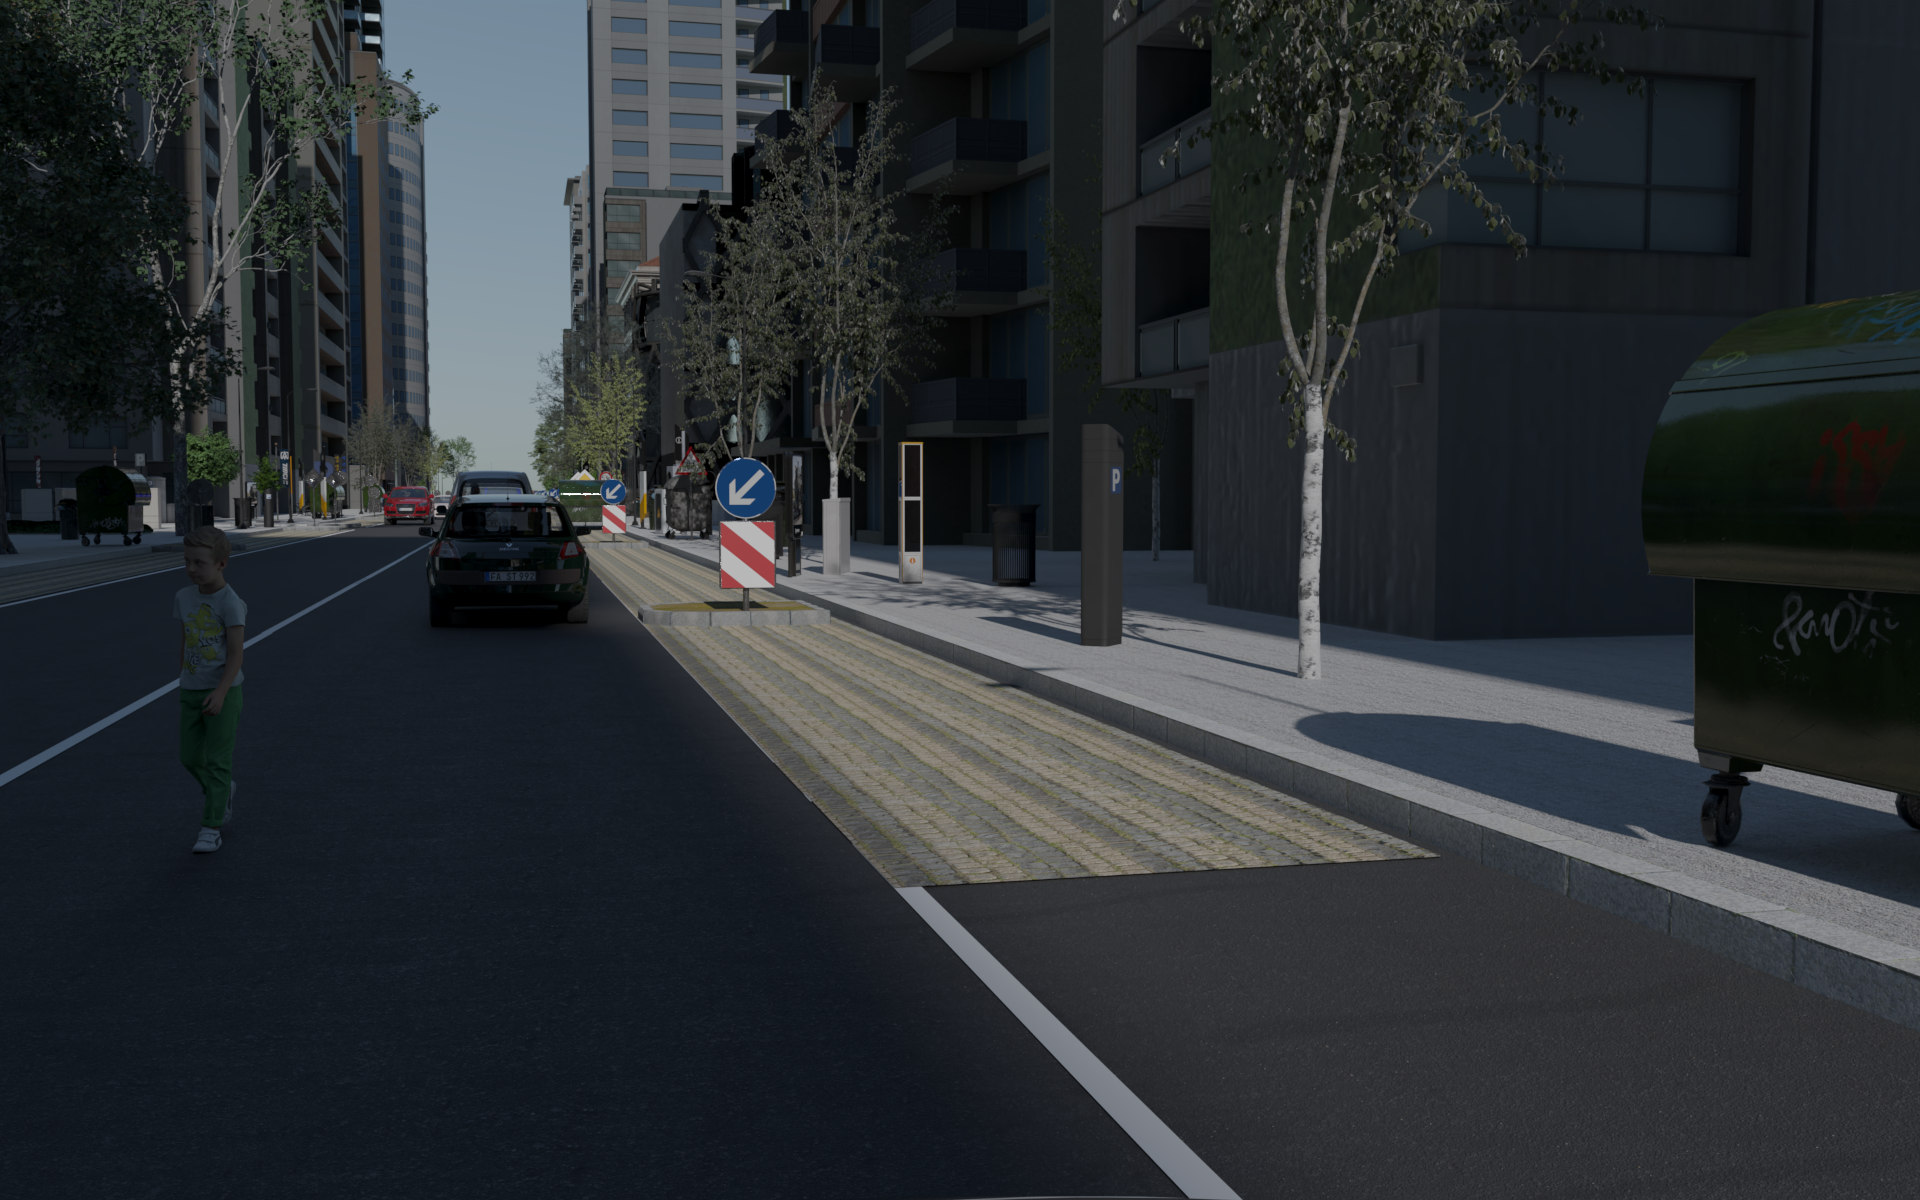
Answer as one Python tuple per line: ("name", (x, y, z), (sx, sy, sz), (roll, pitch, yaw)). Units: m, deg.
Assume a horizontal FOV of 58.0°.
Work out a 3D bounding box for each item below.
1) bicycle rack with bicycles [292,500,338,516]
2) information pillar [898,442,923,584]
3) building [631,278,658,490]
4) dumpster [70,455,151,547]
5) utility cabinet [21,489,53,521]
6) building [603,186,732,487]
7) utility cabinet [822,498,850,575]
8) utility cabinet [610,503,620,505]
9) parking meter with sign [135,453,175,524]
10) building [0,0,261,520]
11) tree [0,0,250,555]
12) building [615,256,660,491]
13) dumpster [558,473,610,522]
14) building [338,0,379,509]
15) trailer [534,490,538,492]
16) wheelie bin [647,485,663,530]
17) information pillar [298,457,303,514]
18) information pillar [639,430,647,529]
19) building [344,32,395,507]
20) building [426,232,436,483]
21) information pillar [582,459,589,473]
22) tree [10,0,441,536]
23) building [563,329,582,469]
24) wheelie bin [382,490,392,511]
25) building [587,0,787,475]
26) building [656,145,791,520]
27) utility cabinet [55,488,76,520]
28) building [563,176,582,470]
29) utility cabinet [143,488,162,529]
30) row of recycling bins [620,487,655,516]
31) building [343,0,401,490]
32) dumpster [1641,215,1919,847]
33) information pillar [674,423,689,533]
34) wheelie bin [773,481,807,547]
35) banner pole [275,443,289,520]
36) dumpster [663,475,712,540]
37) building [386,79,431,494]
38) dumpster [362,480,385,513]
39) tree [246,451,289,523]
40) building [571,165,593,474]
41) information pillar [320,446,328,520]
("bicycle rack with bicycles", (-37.429, -5.343, 100.734), (2.925, 0.926, 2.852), (-2, 4, -26))
("information pillar", (-0.704, -1.237, 24.722), (0.304, 2.012, 0.304), (-1, 4, -12))
("building", (-15.072, -15.722, 124.501), (16.820, 18.784, 16.811), (-1, 4, -14))
("dumpster", (-21.157, -2.488, 43.171), (1.502, 2.255, 1.985), (-1, 4, -14))
("utility cabinet", (-40.076, -4.068, 75.187), (0.318, 1.500, 1.173), (2, 4, 34))
("building", (-27.184, -24.171, 166.890), (14.160, 30.474, 14.107), (-1, 4, -14))
("utility cabinet", (-2.002, -1.030, 28.009), (0.306, 1.237, 1.020), (0, 4, 5))
("utility cabinet", (-19.241, -5.142, 95.237), (1.020, 1.237, 0.306), (-3, 4, -36))
("parking meter with sign", (-34.864, -4.828, 75.194), (0.543, 3.016, 1.738), (1, 4, 21))
("building", (-44.081, -24.665, 86.872), (14.154, 41.232, 14.086), (-1, 4, -14))
("tree", (-20.638, -7.323, 36.732), (9.611, 12.733, 9.660), (0, 3, 0))
("building", (-21.816, -18.720, 142.222), (11.583, 22.565, 21.152), (-1, 4, -14))
("dumpster", (-14.672, -3.835, 67.652), (1.985, 2.255, 1.502), (-1, 4, -13))
("building", (-63.129, -43.713, 152.961), (20.563, 71.187, 20.611), (-1, 4, -14))
("trailer", (-67.952, -16.499, 276.814), (1.471, 1.999, 3.904), (-1, 4, -12))
("wheelie bin", (-10.740, -3.287, 61.645), (0.693, 1.594, 0.980), (-2, 4, -32))
("information pillar", (-41.530, -7.203, 109.119), (0.183, 3.616, 0.504), (-3, 5, -39))
("information pillar", (-11.615, -4.407, 63.413), (0.183, 3.616, 0.504), (-2, 4, -29))
("building", (-64.073, -31.885, 171.437), (14.600, 45.320, 14.200), (-1, 4, -14))
("building", (-94.536, -39.755, 269.603), (23.786, 49.044, 30.456), (-1, 4, -14))
("information pillar", (-25.063, -7.631, 116.113), (0.504, 3.616, 0.183), (1, 4, 20))
("tree", (-22.527, -11.960, 51.435), (12.611, 20.169, 13.585), (0, 3, 0))
("building", (-61.820, -32.400, 301.437), (14.160, 30.474, 14.107), (-1, 4, -14))
("wheelie bin", (-43.366, -7.553, 131.396), (0.980, 1.594, 0.693), (-2, 4, -27))
("building", (-29.349, -39.475, 187.423), (21.231, 58.520, 28.212), (-1, 4, -14))
("building", (-6.727, -13.707, 91.568), (16.811, 18.784, 16.820), (-1, 4, -14))
("utility cabinet", (-32.468, -3.333, 63.172), (0.318, 1.500, 1.173), (1, 4, 8))
("building", (-49.315, -42.402, 282.507), (28.713, 52.752, 27.495), (-1, 4, -14))
("utility cabinet", (-29.857, -3.340, 63.289), (1.173, 1.500, 0.318), (0, 4, -6))
("row of recycling bins", (-18.930, -5.731, 100.814), (3.534, 1.692, 1.069), (-3, 4, -37))
("building", (-73.772, -53.720, 190.993), (22.319, 86.520, 31.000), (-1, 4, -14))
("dumpster", (3.452, -0.191, 5.619), (1.502, 2.255, 1.985), (-1, 4, -14))
("information pillar", (-9.207, -4.033, 57.289), (0.504, 3.616, 0.183), (-1, 4, -18))
("wheelie bin", (-4.200, -2.087, 42.030), (0.980, 1.594, 0.693), (0, 4, 1))
("banner pole", (-33.211, -5.799, 84.836), (0.863, 3.779, 0.401), (-2, 4, -25))
("dumpster", (-7.740, -2.661, 49.262), (1.264, 1.857, 1.865), (-1, 4, -14))
("building", (-85.735, -42.741, 240.817), (21.231, 58.520, 28.212), (-1, 4, -14))
("dumpster", (-40.864, -7.220, 120.542), (1.502, 2.255, 1.985), (-1, 4, -14))
("tree", (-31.169, -5.097, 77.945), (1.663, 3.219, 1.824), (0, 3, 0))
("building", (-45.226, -38.790, 253.817), (23.786, 49.044, 30.456), (-1, 4, -14))
("information pillar", (-31.358, -5.747, 85.323), (0.183, 3.616, 0.504), (-3, 5, -41))
